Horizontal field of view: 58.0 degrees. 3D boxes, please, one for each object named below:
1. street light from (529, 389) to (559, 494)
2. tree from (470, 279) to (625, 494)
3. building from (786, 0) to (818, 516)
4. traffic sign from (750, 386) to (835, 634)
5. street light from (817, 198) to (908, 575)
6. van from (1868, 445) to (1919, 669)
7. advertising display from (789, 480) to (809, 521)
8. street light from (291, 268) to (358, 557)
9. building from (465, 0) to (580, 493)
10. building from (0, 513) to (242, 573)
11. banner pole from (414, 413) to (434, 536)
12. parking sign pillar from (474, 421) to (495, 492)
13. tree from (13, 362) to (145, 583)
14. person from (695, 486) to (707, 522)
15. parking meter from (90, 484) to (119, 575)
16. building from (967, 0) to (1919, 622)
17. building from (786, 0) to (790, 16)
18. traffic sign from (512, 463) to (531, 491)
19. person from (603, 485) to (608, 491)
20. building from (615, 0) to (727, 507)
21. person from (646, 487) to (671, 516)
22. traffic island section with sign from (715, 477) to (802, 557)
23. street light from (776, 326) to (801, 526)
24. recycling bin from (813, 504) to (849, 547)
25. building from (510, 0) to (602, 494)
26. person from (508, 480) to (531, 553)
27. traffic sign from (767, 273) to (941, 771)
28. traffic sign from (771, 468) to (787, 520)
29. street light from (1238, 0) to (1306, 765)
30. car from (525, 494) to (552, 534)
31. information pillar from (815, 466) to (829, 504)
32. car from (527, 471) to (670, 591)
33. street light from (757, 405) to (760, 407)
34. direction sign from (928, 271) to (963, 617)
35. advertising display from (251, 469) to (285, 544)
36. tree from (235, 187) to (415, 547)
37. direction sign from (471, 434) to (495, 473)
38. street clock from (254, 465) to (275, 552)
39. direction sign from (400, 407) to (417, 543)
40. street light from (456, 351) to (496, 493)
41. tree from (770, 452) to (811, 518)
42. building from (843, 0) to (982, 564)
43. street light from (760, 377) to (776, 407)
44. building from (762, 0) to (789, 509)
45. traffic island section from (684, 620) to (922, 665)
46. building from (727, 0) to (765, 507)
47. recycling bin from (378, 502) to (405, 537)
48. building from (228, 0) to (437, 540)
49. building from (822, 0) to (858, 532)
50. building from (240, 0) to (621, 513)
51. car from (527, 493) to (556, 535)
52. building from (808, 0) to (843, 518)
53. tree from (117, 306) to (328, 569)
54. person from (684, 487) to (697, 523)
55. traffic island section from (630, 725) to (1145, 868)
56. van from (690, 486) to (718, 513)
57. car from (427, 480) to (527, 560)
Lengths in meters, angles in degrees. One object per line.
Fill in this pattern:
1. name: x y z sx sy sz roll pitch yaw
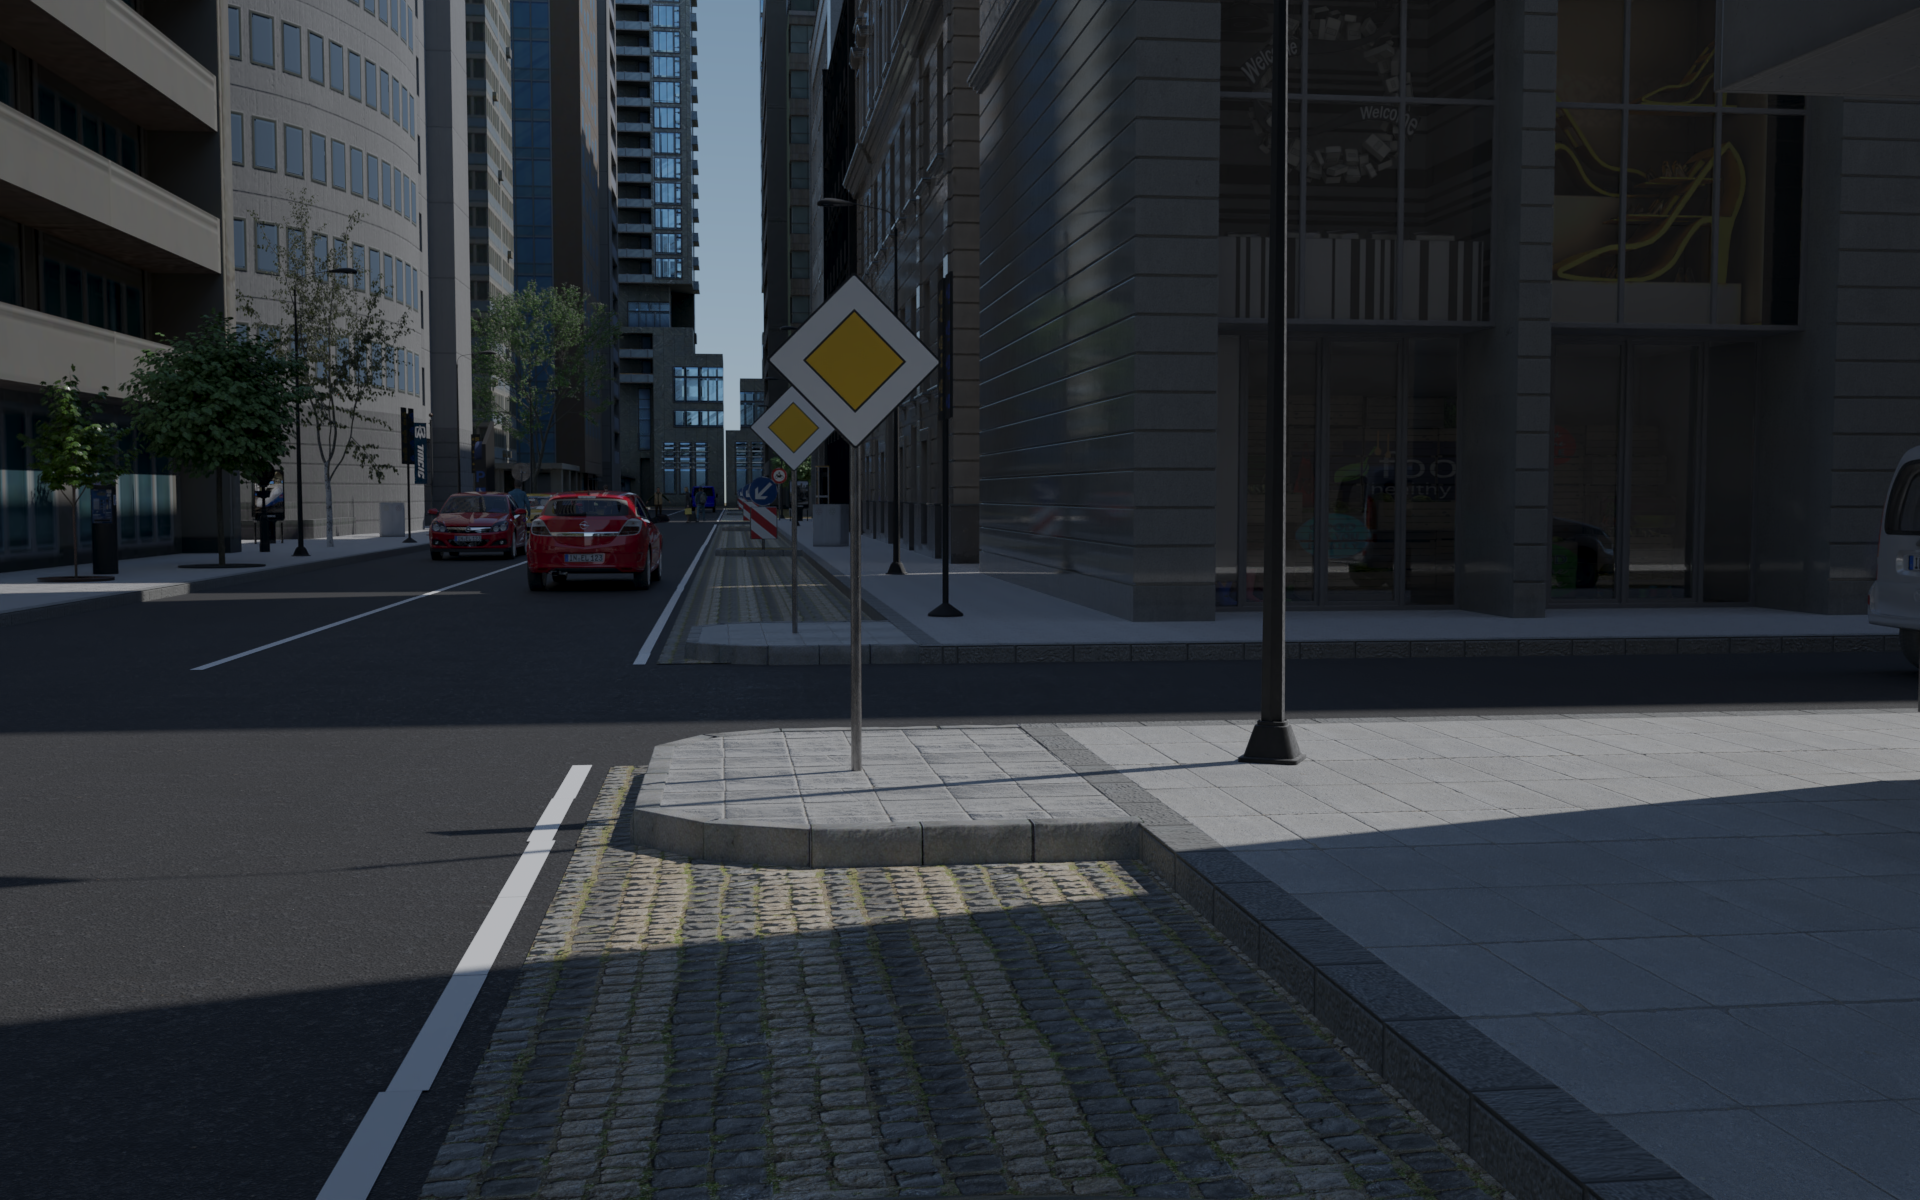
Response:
1. street light: -18.452 -6.372 76.731 1.470 5.913 1.316 0 4 -7
2. tree: -20.229 -9.605 82.803 9.928 11.665 9.643 0 3 0
3. building: -3.557 -20.442 105.933 14.160 30.474 14.107 0 4 -7
4. traffic sign: -1.523 -0.749 15.890 0.795 2.450 0.064 0 4 -7
5. street light: -1.550 -3.357 27.436 1.470 5.913 1.316 0 4 -7
6. van: 9.316 -0.388 13.362 4.112 2.044 2.013 0 4 -7
7. advertising display: -7.624 -4.691 81.915 0.974 1.923 0.123 -2 4 -24
8. street light: -13.061 -3.858 35.625 1.470 5.913 1.316 0 4 -7
9. building: -38.814 -24.879 98.651 32.217 40.220 23.993 0 4 -7
10. building: -25.111 -24.552 25.125 21.300 48.544 21.600 0 4 -7
11. banner pole: -16.508 -3.882 53.485 0.401 3.779 0.863 3 4 38
12. parking sign pillar: -17.419 -4.589 63.505 1.447 3.967 1.447 0 4 -1
13. tree: -13.005 -1.883 25.397 1.663 3.219 1.824 0 3 0
14. person: -13.305 -4.902 88.627 0.794 1.824 0.713 1 4 17
15. parking meter: -13.687 -1.180 27.706 0.372 1.533 0.369 0 3 0
16. building: 15.633 -15.058 23.686 29.804 29.767 11.434 0 4 -7
17. building: -1.451 -31.151 128.933 23.786 49.044 30.456 0 4 -7
18. traffic sign: -17.759 -4.282 70.112 0.768 2.556 0.104 0 4 -4
19. person: -15.157 -4.057 74.739 0.836 1.842 0.656 -1 4 -10
20. building: -40.643 -53.124 181.244 31.000 86.520 22.319 0 4 -7
21. person: -16.786 -5.370 96.401 1.348 1.812 0.705 -1 4 -11
22. traffic island section with sign: -4.702 -1.941 40.360 1.989 1.847 2.006 0 4 -7
23. street light: -4.277 -4.621 48.094 1.470 5.913 1.316 0 4 -7
24. recycling bin: -3.171 -1.835 42.553 0.722 1.027 0.722 1 4 15
25. building: -35.157 -29.503 132.492 14.600 45.320 14.200 0 4 -7
26. person: -10.720 -2.027 41.981 0.601 1.785 0.444 0 4 -6
27. traffic sign: -0.484 -0.265 7.972 0.795 2.450 0.064 0 4 -7
28. traffic sign: -8.790 -5.147 84.265 0.768 2.556 0.104 0 4 -5
29. street light: 0.970 -2.176 8.113 1.470 5.913 1.316 0 4 -7
30. car: -13.952 -2.836 56.585 2.015 1.641 3.980 0 4 -7
31. information pillar: -3.602 -2.498 45.335 0.304 2.012 0.304 -1 4 -17
32. car: -5.689 -1.115 27.277 2.155 1.783 4.494 0 4 -6
33. street light: -9.823 -7.189 90.087 1.470 5.913 1.316 0 4 -7
34. direction sign: -0.152 -1.597 18.105 0.379 3.537 0.876 -1 4 -9
35. advertising display: -17.874 -2.418 44.747 0.123 1.923 0.974 2 4 27
36. tree: -15.233 -5.584 41.668 4.360 8.622 3.978 0 3 0
37. direction sign: -18.022 -4.494 65.480 0.876 3.537 0.379 0 4 1
38. street clock: -15.393 -2.063 38.293 0.471 2.002 0.358 -2 4 -34
39. direction sign: -14.508 -3.276 45.554 0.379 3.537 0.876 0 4 3
40. street light: -15.713 -5.115 56.179 1.470 5.913 1.316 0 4 -7
41. tree: -8.826 -6.756 94.181 4.285 4.588 4.351 0 3 0
42. building: 3.846 -15.073 43.700 12.463 27.353 25.104 0 4 -7
43. street light: -7.090 -5.906 69.103 1.470 5.913 1.316 0 4 -7
44. building: -6.756 -32.510 155.237 21.300 48.544 21.600 0 4 -7
45. traffic island section: -1.501 0.386 15.970 2.009 0.180 2.903 0 4 -7
46. building: -9.630 -53.337 184.727 31.000 86.520 22.319 0 4 -7
47. recycling bin: -17.101 -2.420 52.114 0.722 1.027 0.722 -1 4 -21
48. building: -29.456 -31.522 57.378 21.231 58.520 28.212 0 4 -7
49. building: 1.505 -14.339 64.120 12.332 23.373 15.834 0 4 -7
50. building: -44.245 -37.196 150.148 28.212 58.520 21.231 0 4 -7
51. car: -14.572 -3.246 62.120 2.155 1.783 4.494 0 4 -7
52. building: -0.628 -16.133 81.800 12.078 24.808 19.932 0 4 -7
53. tree: -12.930 -2.857 30.427 4.285 4.588 4.351 0 3 0
54. person: -13.512 -4.771 86.719 0.699 1.804 1.509 1 4 15
55. traffic island section: -0.461 0.870 8.052 2.009 0.180 2.903 0 4 -7
56. van: -20.144 -8.055 136.085 2.240 2.365 5.245 0 4 -8
57. car: -10.853 -1.842 39.160 2.155 1.783 4.494 -1 4 -9
